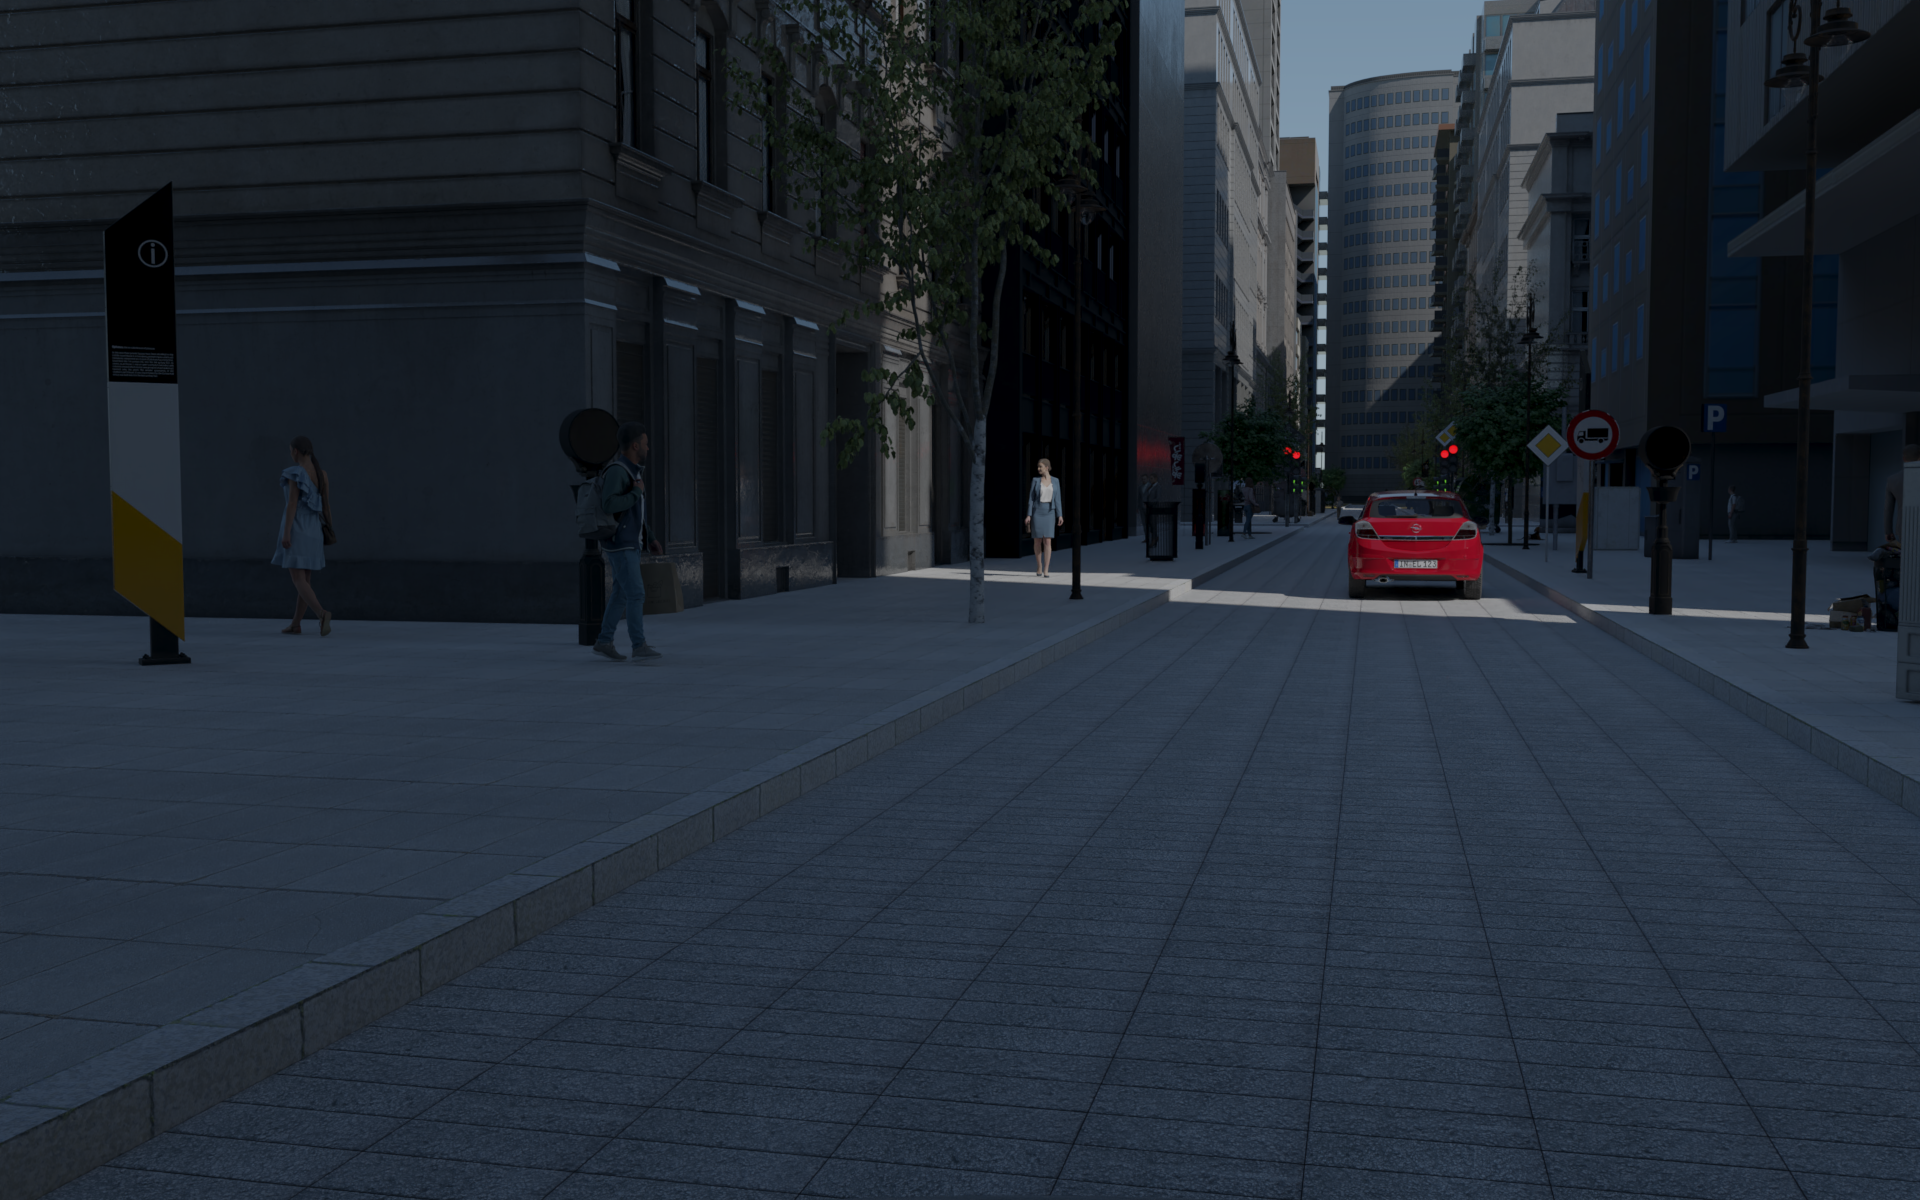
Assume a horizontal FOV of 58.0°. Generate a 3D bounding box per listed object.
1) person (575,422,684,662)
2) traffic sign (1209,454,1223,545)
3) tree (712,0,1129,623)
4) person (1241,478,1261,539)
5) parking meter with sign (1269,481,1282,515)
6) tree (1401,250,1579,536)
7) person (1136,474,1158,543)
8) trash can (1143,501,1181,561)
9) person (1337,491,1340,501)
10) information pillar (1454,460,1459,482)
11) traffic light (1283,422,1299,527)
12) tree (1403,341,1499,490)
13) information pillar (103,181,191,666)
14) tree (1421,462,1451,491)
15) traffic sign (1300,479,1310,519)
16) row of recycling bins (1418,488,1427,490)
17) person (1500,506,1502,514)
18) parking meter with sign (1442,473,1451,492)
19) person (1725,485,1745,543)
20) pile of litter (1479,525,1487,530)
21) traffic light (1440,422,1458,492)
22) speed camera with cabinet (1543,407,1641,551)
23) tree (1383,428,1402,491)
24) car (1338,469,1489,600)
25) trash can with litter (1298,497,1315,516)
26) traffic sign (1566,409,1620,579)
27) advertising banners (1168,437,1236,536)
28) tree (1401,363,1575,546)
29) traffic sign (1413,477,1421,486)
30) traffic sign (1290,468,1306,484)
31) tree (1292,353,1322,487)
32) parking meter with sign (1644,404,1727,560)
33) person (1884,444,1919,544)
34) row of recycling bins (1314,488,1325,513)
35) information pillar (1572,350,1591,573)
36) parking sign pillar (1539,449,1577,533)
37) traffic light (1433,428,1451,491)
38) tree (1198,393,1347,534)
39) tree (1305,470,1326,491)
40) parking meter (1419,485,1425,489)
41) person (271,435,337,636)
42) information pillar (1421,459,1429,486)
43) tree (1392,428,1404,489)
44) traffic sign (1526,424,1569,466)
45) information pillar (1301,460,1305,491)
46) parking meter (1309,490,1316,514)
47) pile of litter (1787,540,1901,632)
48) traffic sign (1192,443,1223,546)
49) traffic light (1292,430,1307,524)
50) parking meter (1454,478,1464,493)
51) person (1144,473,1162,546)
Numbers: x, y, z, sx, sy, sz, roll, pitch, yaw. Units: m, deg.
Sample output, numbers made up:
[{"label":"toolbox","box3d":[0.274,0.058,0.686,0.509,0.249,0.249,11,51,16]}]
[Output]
[{"label":"person","box3d":[-2.490,-0.435,13.138,0.713,1.824,0.794,1,4,19]},{"label":"traffic sign","box3d":[6.327,-2.549,43.805,0.606,2.300,0.079,1,4,14]},{"label":"tree","box3d":[0.008,-4.087,17.182,4.737,8.622,4.395,0,3,0]},{"label":"person","box3d":[8.214,-2.613,49.360,0.643,1.750,0.593,-2,4,-25]},{"label":"parking meter with sign","box3d":[19.134,-6.629,104.640,0.543,3.016,1.738,-1,4,-18]},{"label":"tree","box3d":[16.686,-6.304,53.432,4.360,8.622,3.978,0,3,0]},{"label":"person","box3d":[4.930,-2.419,45.707,0.709,1.813,0.853,2,4,33]},{"label":"trash can","box3d":[3.869,-1.318,33.197,0.748,1.137,0.748,0,3,0]},{"label":"person","box3d":[47.807,-13.008,219.449,0.721,1.735,1.217,3,5,43]},{"label":"information pillar","box3d":[28.529,-6.627,99.699,0.183,3.616,0.504,-3,5,-41]},{"label":"traffic light","box3d":[12.804,-4.812,67.593,0.839,4.253,0.868,1,4,13]},{"label":"tree","box3d":[23.988,-8.088,82.603,4.737,8.622,4.395,0,3,0]},{"label":"information pillar","box3d":[-6.081,-1.320,12.940,0.504,3.616,0.183,-2,4,-33]},{"label":"tree","box3d":[28.824,-6.789,105.604,1.663,3.219,1.824,0,3,0]},{"label":"traffic sign","box3d":[17.653,-5.485,89.685,0.884,2.594,0.081,1,4,18]},{"label":"row of recycling bins","box3d":[29.862,-6.373,111.315,1.069,1.692,3.534,1,4,18]},{"label":"person","box3d":[24.457,-4.488,79.403,0.794,1.824,0.713,-3,5,-42]},{"label":"parking meter with sign","box3d":[40.190,-8.953,142.644,0.543,3.016,1.738,2,4,26]},{"label":"person","box3d":[20.255,-2.248,45.396,0.523,1.515,0.503,0,4,-4]},{"label":"pile of litter","box3d":[18.674,-3.014,63.239,1.176,0.858,1.719,2,4,24]},{"label":"traffic light","box3d":[18.802,-4.726,66.188,0.839,4.253,0.868,1,4,13]},{"label":"speed camera with cabinet","box3d":[14.431,-2.766,39.567,2.038,3.252,0.660,0,4,4]},{"label":"tree","box3d":[43.902,-13.434,170.013,4.360,8.622,3.978,0,3,0]},{"label":"car","box3d":[6.568,-0.982,25.096,2.155,1.783,4.494,1,4,14]},{"label":"trash can with litter","box3d":[19.937,-5.405,99.751,1.055,1.170,0.624,1,4,21]},{"label":"traffic sign","box3d":[9.549,-1.595,26.182,0.768,2.556,0.104,1,4,22]},{"label":"advertising banners","box3d":[7.323,-3.449,52.573,2.074,3.025,0.090,1,4,18]},{"label":"tree","box3d":[13.926,-3.663,43.611,4.285,4.588,4.351,0,3,0]},{"label":"traffic sign","box3d":[34.751,-8.033,131.439,0.768,2.556,0.104,1,4,21]},{"label":"traffic sign","box3d":[15.964,-5.005,81.936,0.768,2.556,0.104,1,4,18]},{"label":"tree","box3d":[16.049,-8.266,85.512,4.737,8.622,4.395,0,3,0]},{"label":"parking meter with sign","box3d":[14.281,-2.325,34.278,0.543,3.016,1.738,-1,4,-19]},{"label":"person","box3d":[10.496,-0.800,19.081,0.622,1.834,0.822,3,5,40]},{"label":"row of recycling bins","box3d":[24.261,-6.755,117.558,1.069,1.692,3.534,1,4,11]},{"label":"information pillar","box3d":[10.087,-2.243,28.034,0.183,3.616,0.504,0,4,7]},{"label":"parking sign pillar","box3d":[19.786,-4.191,57.002,1.447,3.967,1.447,-1,4,-17]},{"label":"traffic light","box3d":[20.651,-5.201,73.957,0.839,4.253,0.868,1,4,13]},{"label":"tree","box3d":[9.511,-4.441,56.328,4.285,4.588,4.351,0,3,0]},{"label":"tree","box3d":[28.085,-8.693,136.740,1.663,3.219,1.824,0,3,0]},{"label":"parking meter","box3d":[30.236,-6.582,113.320,0.399,1.863,0.255,-1,4,-15]},{"label":"person","box3d":[-5.894,-0.584,15.691,0.778,1.811,0.616,3,4,36]},{"label":"information pillar","box3d":[30.578,-7.492,113.842,0.504,3.616,0.183,2,4,35]},{"label":"tree","box3d":[39.872,-12.241,150.506,4.737,8.622,4.395,0,3,0]},{"label":"traffic sign","box3d":[11.116,-2.017,32.715,0.795,2.593,0.064,1,4,23]},{"label":"information pillar","box3d":[23.367,-7.781,118.581,0.504,3.616,0.183,0,4,-5]},{"label":"parking meter","box3d":[21.297,-5.886,104.639,0.372,1.533,0.369,0,3,0]},{"label":"pile of litter","box3d":[8.808,-0.151,16.441,1.719,0.858,1.176,2,4,33]},{"label":"traffic sign","box3d":[6.130,-2.625,43.030,0.768,2.556,0.104,1,4,18]},{"label":"traffic light","box3d":[14.653,-5.287,75.362,0.839,4.253,0.868,1,4,13]},{"label":"parking meter","box3d":[17.659,-3.391,61.149,0.255,1.863,0.399,3,5,40]},{"label":"person","box3d":[4.558,-2.152,41.494,0.573,1.790,0.520,-3,5,-41]}]
